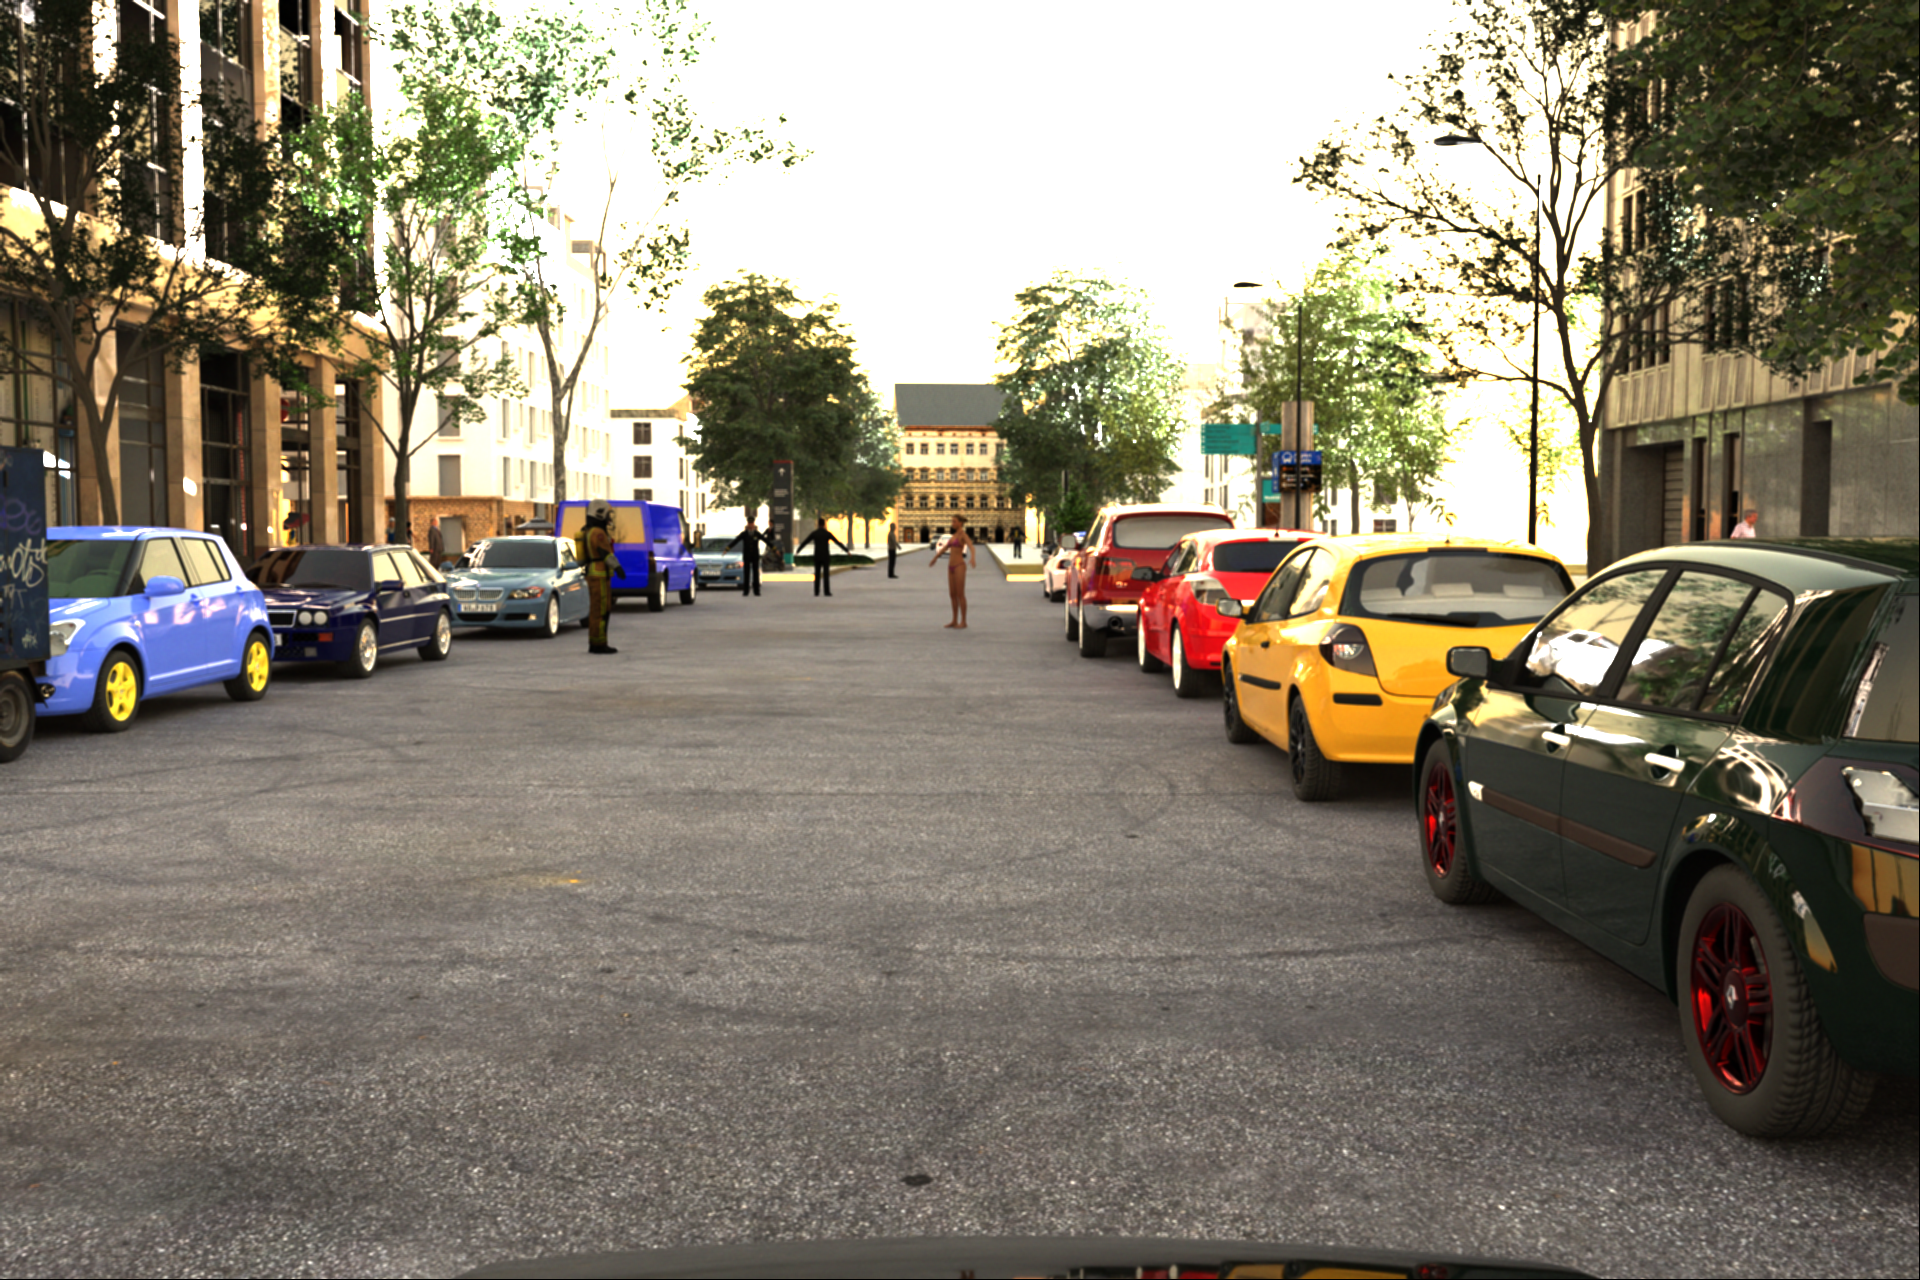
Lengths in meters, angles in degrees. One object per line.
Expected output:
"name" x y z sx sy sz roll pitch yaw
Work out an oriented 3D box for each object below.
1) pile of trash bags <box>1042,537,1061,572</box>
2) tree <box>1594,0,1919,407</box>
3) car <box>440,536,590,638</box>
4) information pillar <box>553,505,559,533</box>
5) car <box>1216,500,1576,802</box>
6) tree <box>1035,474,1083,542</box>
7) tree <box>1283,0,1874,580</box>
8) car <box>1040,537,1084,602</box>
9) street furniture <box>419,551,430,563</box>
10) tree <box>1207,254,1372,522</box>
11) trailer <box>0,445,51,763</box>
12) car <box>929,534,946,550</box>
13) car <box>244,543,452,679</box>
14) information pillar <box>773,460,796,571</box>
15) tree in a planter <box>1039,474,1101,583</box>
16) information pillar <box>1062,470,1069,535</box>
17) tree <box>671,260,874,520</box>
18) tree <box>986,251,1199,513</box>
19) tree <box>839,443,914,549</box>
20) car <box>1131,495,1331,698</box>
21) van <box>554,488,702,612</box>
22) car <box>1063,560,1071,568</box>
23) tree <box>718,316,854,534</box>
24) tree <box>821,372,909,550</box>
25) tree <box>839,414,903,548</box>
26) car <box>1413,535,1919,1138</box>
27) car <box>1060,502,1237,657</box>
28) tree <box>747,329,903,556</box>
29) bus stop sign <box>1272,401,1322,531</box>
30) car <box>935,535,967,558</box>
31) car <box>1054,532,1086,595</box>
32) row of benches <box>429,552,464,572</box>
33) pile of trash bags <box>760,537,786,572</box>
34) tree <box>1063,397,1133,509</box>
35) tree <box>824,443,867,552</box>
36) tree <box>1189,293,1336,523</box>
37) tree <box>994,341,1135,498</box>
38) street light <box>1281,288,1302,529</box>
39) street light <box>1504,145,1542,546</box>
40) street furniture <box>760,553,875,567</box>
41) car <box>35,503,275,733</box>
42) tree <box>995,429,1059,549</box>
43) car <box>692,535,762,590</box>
"pile of trash bags" 3.753 -3.019 59.111 1.912 1.369 3.447 0 4 0
"tree" 9.192 -6.493 12.810 9.857 13.997 8.962 0 3 0
"car" -6.437 -0.814 25.316 2.014 1.417 4.499 0 4 0
"information pillar" -10.242 -2.446 44.482 0.304 2.012 0.304 0 4 1
"car" 2.665 -0.029 10.695 2.015 1.641 3.980 0 4 1
"tree" 6.669 -10.403 120.444 4.737 8.622 4.395 0 3 0
"tree" 9.327 -5.569 25.468 8.767 10.594 7.601 -1 4 -13
"car" 2.823 -1.559 37.846 2.083 1.381 4.827 0 4 0
"street furniture" -22.558 -3.256 68.870 5.734 0.657 10.072 0 4 -7
"tree" 8.748 -5.771 44.710 4.737 8.622 4.395 0 3 0
"trailer" -6.664 -0.167 9.780 1.471 1.999 3.904 0 4 1
"car" -1.771 -8.934 155.851 2.009 1.686 4.222 0 4 1
"car" -6.714 -0.354 18.376 1.945 1.354 3.894 0 4 0
"information pillar" -6.231 -4.389 61.141 0.750 3.857 0.750 0 4 2
"tree in a planter" 3.345 -3.295 51.097 1.991 3.239 1.994 0 4 1
"information pillar" 3.874 -4.440 63.910 0.184 3.620 1.656 0 4 1
"tree" -8.640 -10.595 79.882 9.857 13.997 8.962 0 3 0
"tree" 5.817 -10.438 77.320 9.857 13.997 8.962 0 3 0
"tree" -8.118 -13.257 151.156 8.767 10.594 7.601 0 4 2
"car" 2.767 -0.465 16.639 2.155 1.783 4.494 0 4 0
"van" -6.378 -1.784 33.560 2.240 2.365 5.245 0 4 0
"car" 2.713 -0.920 27.396 2.083 1.381 4.827 0 4 -1
"tree" -9.341 -10.561 90.799 7.486 12.596 7.792 0 3 0
"tree" -8.673 -14.085 136.945 9.857 13.997 8.962 0 3 0
"tree" -8.805 -14.817 160.380 7.486 12.596 7.792 0 3 0
"car" 2.694 0.262 5.500 2.009 1.686 4.222 0 4 1
"car" 2.417 -0.793 21.644 2.281 1.827 5.304 0 4 1
"tree" -8.212 -11.724 102.054 12.009 13.543 11.850 0 3 0
"bus stop sign" 6.707 -2.784 34.539 0.837 3.901 0.837 0 4 1
"car" -0.524 -5.771 106.713 2.083 1.381 4.827 0 4 0
"car" 3.289 -1.997 42.238 1.945 1.707 3.694 0 4 0
"row of benches" -17.403 -2.745 60.343 1.422 0.672 4.104 0 4 7
"pile of trash bags" -6.919 -2.991 58.651 1.912 1.369 3.447 0 4 1
"tree" 6.399 -8.419 88.013 4.360 8.622 3.978 0 3 0
"tree" -8.282 -10.469 121.528 4.360 8.622 3.978 0 3 0
"tree" 9.653 -6.235 52.305 4.360 8.622 3.978 0 3 0
"tree" 7.282 -12.174 109.408 12.009 13.543 11.850 0 3 0
"street light" 6.793 -3.634 31.964 1.470 5.913 1.316 0 4 0
"street light" 7.286 -2.921 20.305 1.470 5.913 1.316 0 4 0
"street furniture" -8.153 -3.278 69.229 10.072 0.657 5.734 -1 4 -13
"car" -6.877 -0.246 13.617 1.945 1.707 3.694 0 4 1
"tree" 6.844 -12.702 142.095 8.767 10.594 7.601 1 4 10
"car" -6.280 -2.064 45.751 2.014 1.417 4.499 0 4 1
